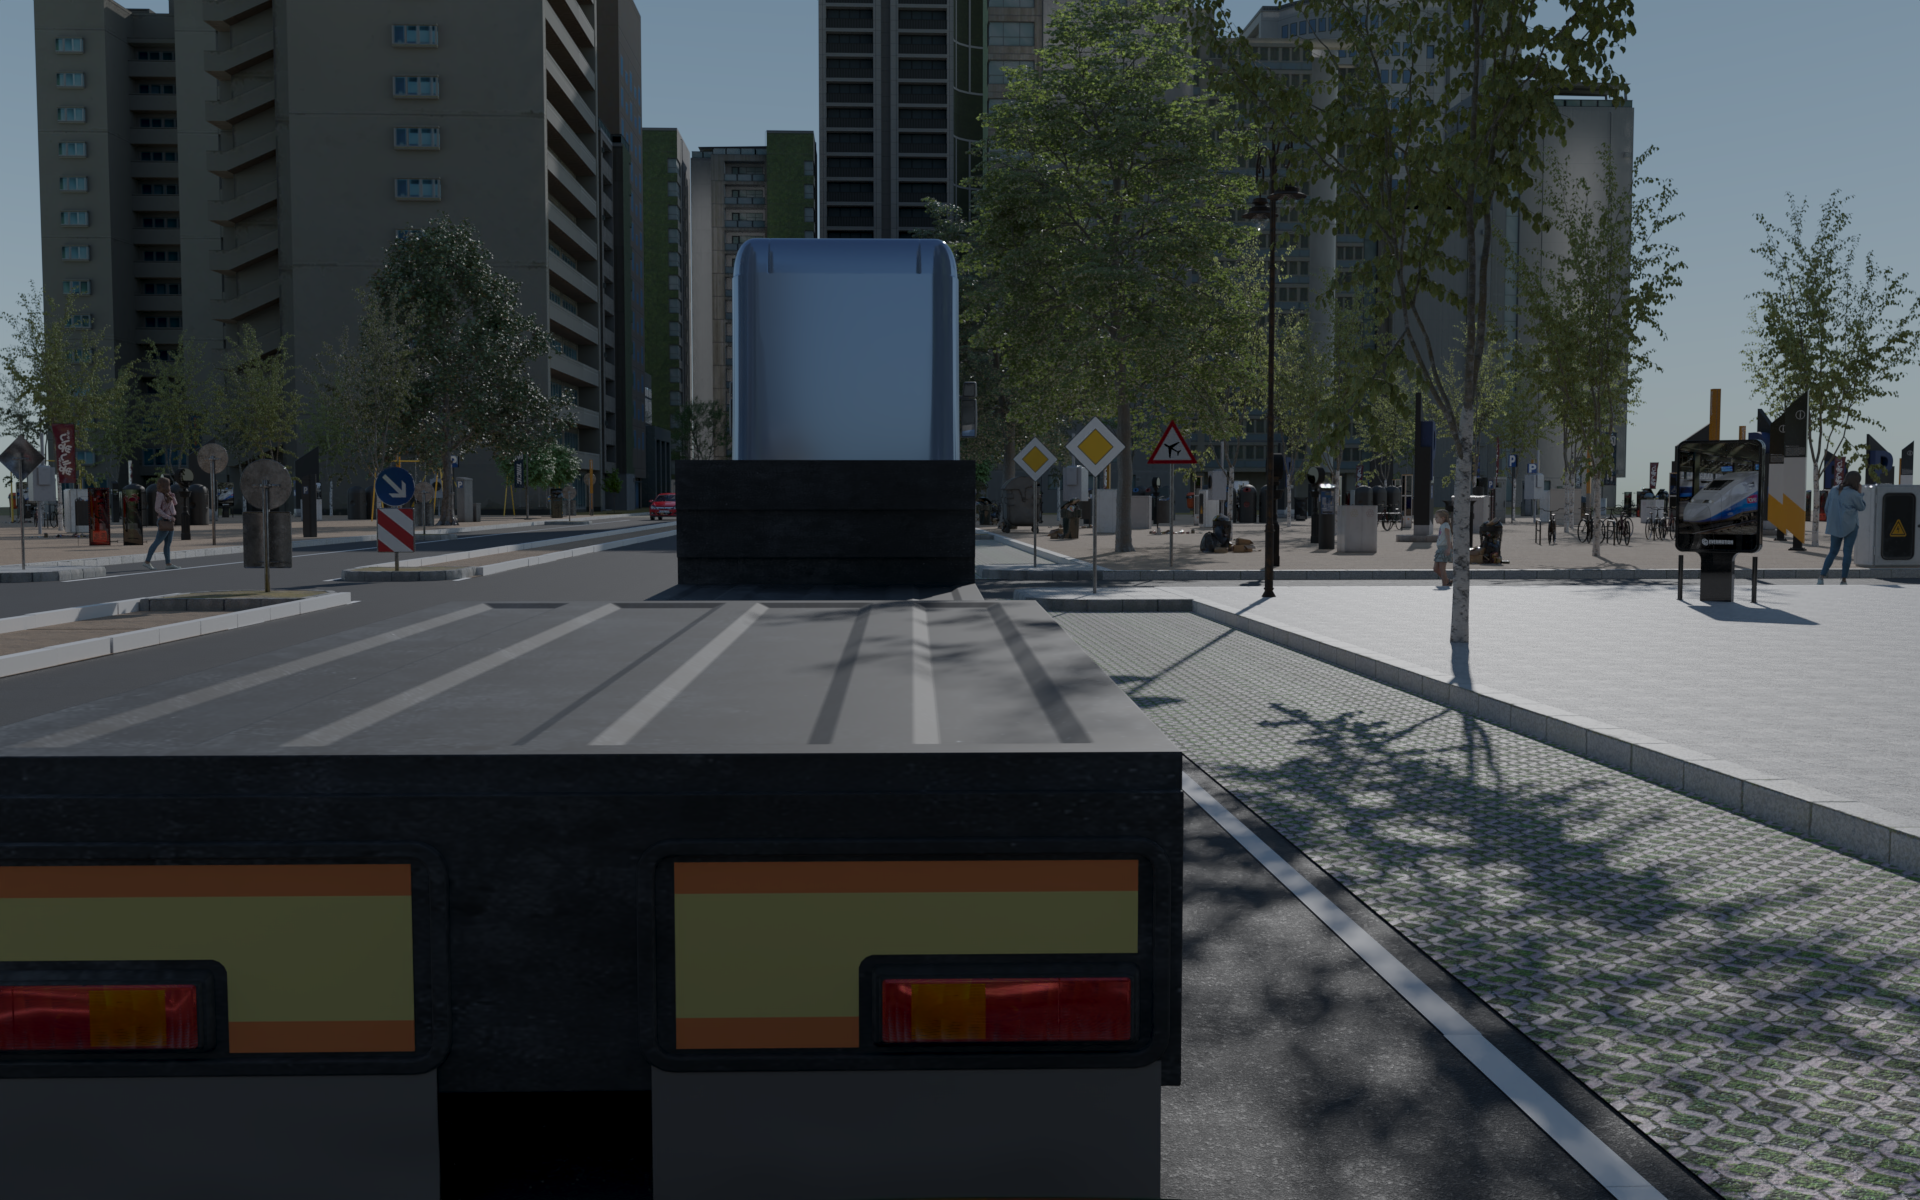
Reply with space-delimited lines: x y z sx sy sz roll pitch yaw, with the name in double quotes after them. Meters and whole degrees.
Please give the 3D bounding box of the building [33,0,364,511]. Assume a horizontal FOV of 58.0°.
-71.042 -33.013 163.461 21.600 48.544 21.300 0 4 -3 "building"

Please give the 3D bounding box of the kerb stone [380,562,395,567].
-10.603 -0.586 31.781 0.120 0.150 1.000 0 4 -3 "kerb stone"

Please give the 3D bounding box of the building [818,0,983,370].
-5.741 -46.617 200.433 20.611 71.187 20.563 0 4 -3 "building"

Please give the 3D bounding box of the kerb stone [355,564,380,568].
-10.554 -0.520 30.758 0.120 0.150 1.000 0 4 -3 "kerb stone"

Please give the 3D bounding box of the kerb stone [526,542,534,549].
-11.313 -1.400 45.092 0.120 0.150 1.000 0 4 -3 "kerb stone"

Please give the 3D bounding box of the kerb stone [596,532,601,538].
-11.920 -2.090 56.361 0.120 0.150 1.000 0 4 -3 "kerb stone"

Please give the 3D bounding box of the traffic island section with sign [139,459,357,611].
-9.034 -0.850 22.036 2.006 1.907 1.989 0 4 -3 "traffic island section with sign"

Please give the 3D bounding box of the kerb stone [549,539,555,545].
-11.472 -1.588 48.167 0.120 0.150 1.000 0 4 -3 "kerb stone"

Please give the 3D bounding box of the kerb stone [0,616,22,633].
-9.864 0.269 17.916 0.120 0.150 1.000 0 4 -3 "kerb stone"

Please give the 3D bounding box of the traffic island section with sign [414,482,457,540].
-16.936 -2.803 54.460 1.989 1.847 2.006 0 4 -3 "traffic island section with sign"

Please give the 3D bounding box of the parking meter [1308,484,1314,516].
20.203 -5.739 99.539 0.399 1.863 0.255 -3 5 -43 "parking meter"

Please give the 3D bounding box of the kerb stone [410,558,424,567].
-10.715 -0.711 33.827 0.120 0.150 1.000 0 4 -3 "kerb stone"

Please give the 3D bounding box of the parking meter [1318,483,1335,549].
8.540 -1.951 40.302 0.372 1.533 0.369 0 3 0 "parking meter"

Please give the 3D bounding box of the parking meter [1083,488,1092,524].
5.464 -4.014 74.037 0.372 1.533 0.369 0 3 0 "parking meter"

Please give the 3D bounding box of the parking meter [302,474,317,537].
-19.312 -2.795 51.402 0.399 1.863 0.255 2 4 32 "parking meter"

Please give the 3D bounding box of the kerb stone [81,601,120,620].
-9.989 0.137 19.959 0.120 0.150 1.000 0 4 -3 "kerb stone"

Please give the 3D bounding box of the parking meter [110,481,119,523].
-38.156 -4.433 78.197 0.255 1.863 0.399 -3 5 -40 "parking meter"

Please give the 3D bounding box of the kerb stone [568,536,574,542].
-11.646 -1.773 51.245 0.120 0.150 1.000 0 4 -3 "kerb stone"

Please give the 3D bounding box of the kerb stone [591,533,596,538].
-11.861 -2.027 55.341 0.120 0.150 1.000 0 4 -3 "kerb stone"

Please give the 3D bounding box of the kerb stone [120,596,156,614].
-10.037 0.074 20.981 0.120 0.150 1.000 0 4 -3 "kerb stone"

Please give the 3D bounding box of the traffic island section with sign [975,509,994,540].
0.033 -2.831 54.907 1.989 1.847 2.006 0 4 -3 "traffic island section with sign"

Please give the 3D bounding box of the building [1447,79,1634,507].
57.853 -30.035 174.660 14.086 41.232 14.154 0 4 -3 "building"

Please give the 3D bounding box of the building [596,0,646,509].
-34.636 -30.357 146.455 14.600 45.320 14.200 0 4 -3 "building"

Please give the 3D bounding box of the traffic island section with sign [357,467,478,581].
-9.418 -1.303 29.433 2.006 1.907 1.989 0 4 -3 "traffic island section with sign"

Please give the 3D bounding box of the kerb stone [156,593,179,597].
-10.081 0.016 22.006 0.120 0.150 1.000 0 4 -3 "kerb stone"

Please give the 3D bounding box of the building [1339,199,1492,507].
43.803 -24.560 173.251 14.107 30.474 14.160 0 4 -3 "building"

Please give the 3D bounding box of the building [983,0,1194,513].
8.518 -26.895 123.333 14.154 41.232 14.086 0 4 -3 "building"

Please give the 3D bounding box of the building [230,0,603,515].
-36.104 -29.965 113.636 21.300 48.544 21.600 0 4 -3 "building"

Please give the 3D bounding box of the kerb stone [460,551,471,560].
-10.934 -0.962 37.924 0.120 0.150 1.000 0 4 -3 "kerb stone"

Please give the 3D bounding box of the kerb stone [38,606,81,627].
-9.929 0.199 18.939 0.120 0.150 1.000 0 4 -3 "kerb stone"

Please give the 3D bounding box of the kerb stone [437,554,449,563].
-10.823 -0.830 35.876 0.120 0.150 1.000 0 4 -3 "kerb stone"

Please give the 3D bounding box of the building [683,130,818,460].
-23.246 -31.442 197.669 14.086 41.232 14.154 0 4 -3 "building"

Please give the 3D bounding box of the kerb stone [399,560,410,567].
-10.662 -0.649 32.806 0.120 0.150 1.000 0 4 -3 "kerb stone"

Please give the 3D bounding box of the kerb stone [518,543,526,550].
-11.268 -1.333 44.071 0.120 0.150 1.000 0 4 -3 "kerb stone"

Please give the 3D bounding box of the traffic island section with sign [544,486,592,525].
-18.372 -4.449 81.377 1.989 1.847 2.006 0 4 -3 "traffic island section with sign"

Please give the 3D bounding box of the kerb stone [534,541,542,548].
-11.360 -1.463 46.118 0.120 0.150 1.000 0 4 -3 "kerb stone"

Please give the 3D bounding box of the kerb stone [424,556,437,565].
-10.764 -0.774 34.855 0.120 0.150 1.000 0 4 -3 "kerb stone"

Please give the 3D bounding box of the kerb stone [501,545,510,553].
-11.150 -1.212 42.014 0.120 0.150 1.000 0 4 -3 "kerb stone"

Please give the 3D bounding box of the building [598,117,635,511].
-33.063 -22.079 132.695 14.160 30.474 14.107 0 4 -3 "building"

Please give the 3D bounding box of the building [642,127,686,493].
-37.978 -31.351 196.188 14.086 41.232 14.154 0 4 -3 "building"

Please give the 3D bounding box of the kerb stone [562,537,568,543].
-11.590 -1.714 50.211 0.120 0.150 1.000 0 4 -3 "kerb stone"

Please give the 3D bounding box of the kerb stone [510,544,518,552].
-11.201 -1.275 43.048 0.120 0.150 1.000 0 4 -3 "kerb stone"

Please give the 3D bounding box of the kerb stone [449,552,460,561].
-10.877 -0.899 36.896 0.120 0.150 1.000 0 4 -3 "kerb stone"

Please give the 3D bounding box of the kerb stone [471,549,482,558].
-10.978 -1.022 38.945 0.120 0.150 1.000 0 4 -3 "kerb stone"

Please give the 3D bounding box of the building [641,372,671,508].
-44.389 -51.976 162.472 31.000 86.520 22.319 0 4 -3 "building"

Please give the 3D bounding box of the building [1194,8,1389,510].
16.011 -27.579 142.791 32.217 40.220 23.993 0 4 -3 "building"

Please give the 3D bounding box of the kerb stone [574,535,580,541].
-11.695 -1.839 52.266 0.120 0.150 1.000 0 4 -3 "kerb stone"

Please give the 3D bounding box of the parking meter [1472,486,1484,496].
17.336 -3.031 57.975 0.372 1.533 0.369 0 3 0 "parking meter"

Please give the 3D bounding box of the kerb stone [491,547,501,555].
-11.099 -1.148 40.990 0.120 0.150 1.000 0 4 -3 "kerb stone"

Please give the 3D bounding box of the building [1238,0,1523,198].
47.944 -40.464 203.584 28.212 58.520 21.231 0 4 -3 "building"

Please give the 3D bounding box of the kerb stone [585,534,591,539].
-11.807 -1.965 54.319 0.120 0.150 1.000 0 4 -3 "kerb stone"

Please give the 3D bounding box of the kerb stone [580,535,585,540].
-11.749 -1.901 53.291 0.120 0.150 1.000 0 4 -3 "kerb stone"

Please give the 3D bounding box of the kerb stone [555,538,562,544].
-11.534 -1.651 49.191 0.120 0.150 1.000 0 4 -3 "kerb stone"

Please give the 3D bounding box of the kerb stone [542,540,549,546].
-11.419 -1.526 47.138 0.120 0.150 1.000 0 4 -3 "kerb stone"

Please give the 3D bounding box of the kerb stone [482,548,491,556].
-11.043 -1.086 39.966 0.120 0.150 1.000 0 4 -3 "kerb stone"
